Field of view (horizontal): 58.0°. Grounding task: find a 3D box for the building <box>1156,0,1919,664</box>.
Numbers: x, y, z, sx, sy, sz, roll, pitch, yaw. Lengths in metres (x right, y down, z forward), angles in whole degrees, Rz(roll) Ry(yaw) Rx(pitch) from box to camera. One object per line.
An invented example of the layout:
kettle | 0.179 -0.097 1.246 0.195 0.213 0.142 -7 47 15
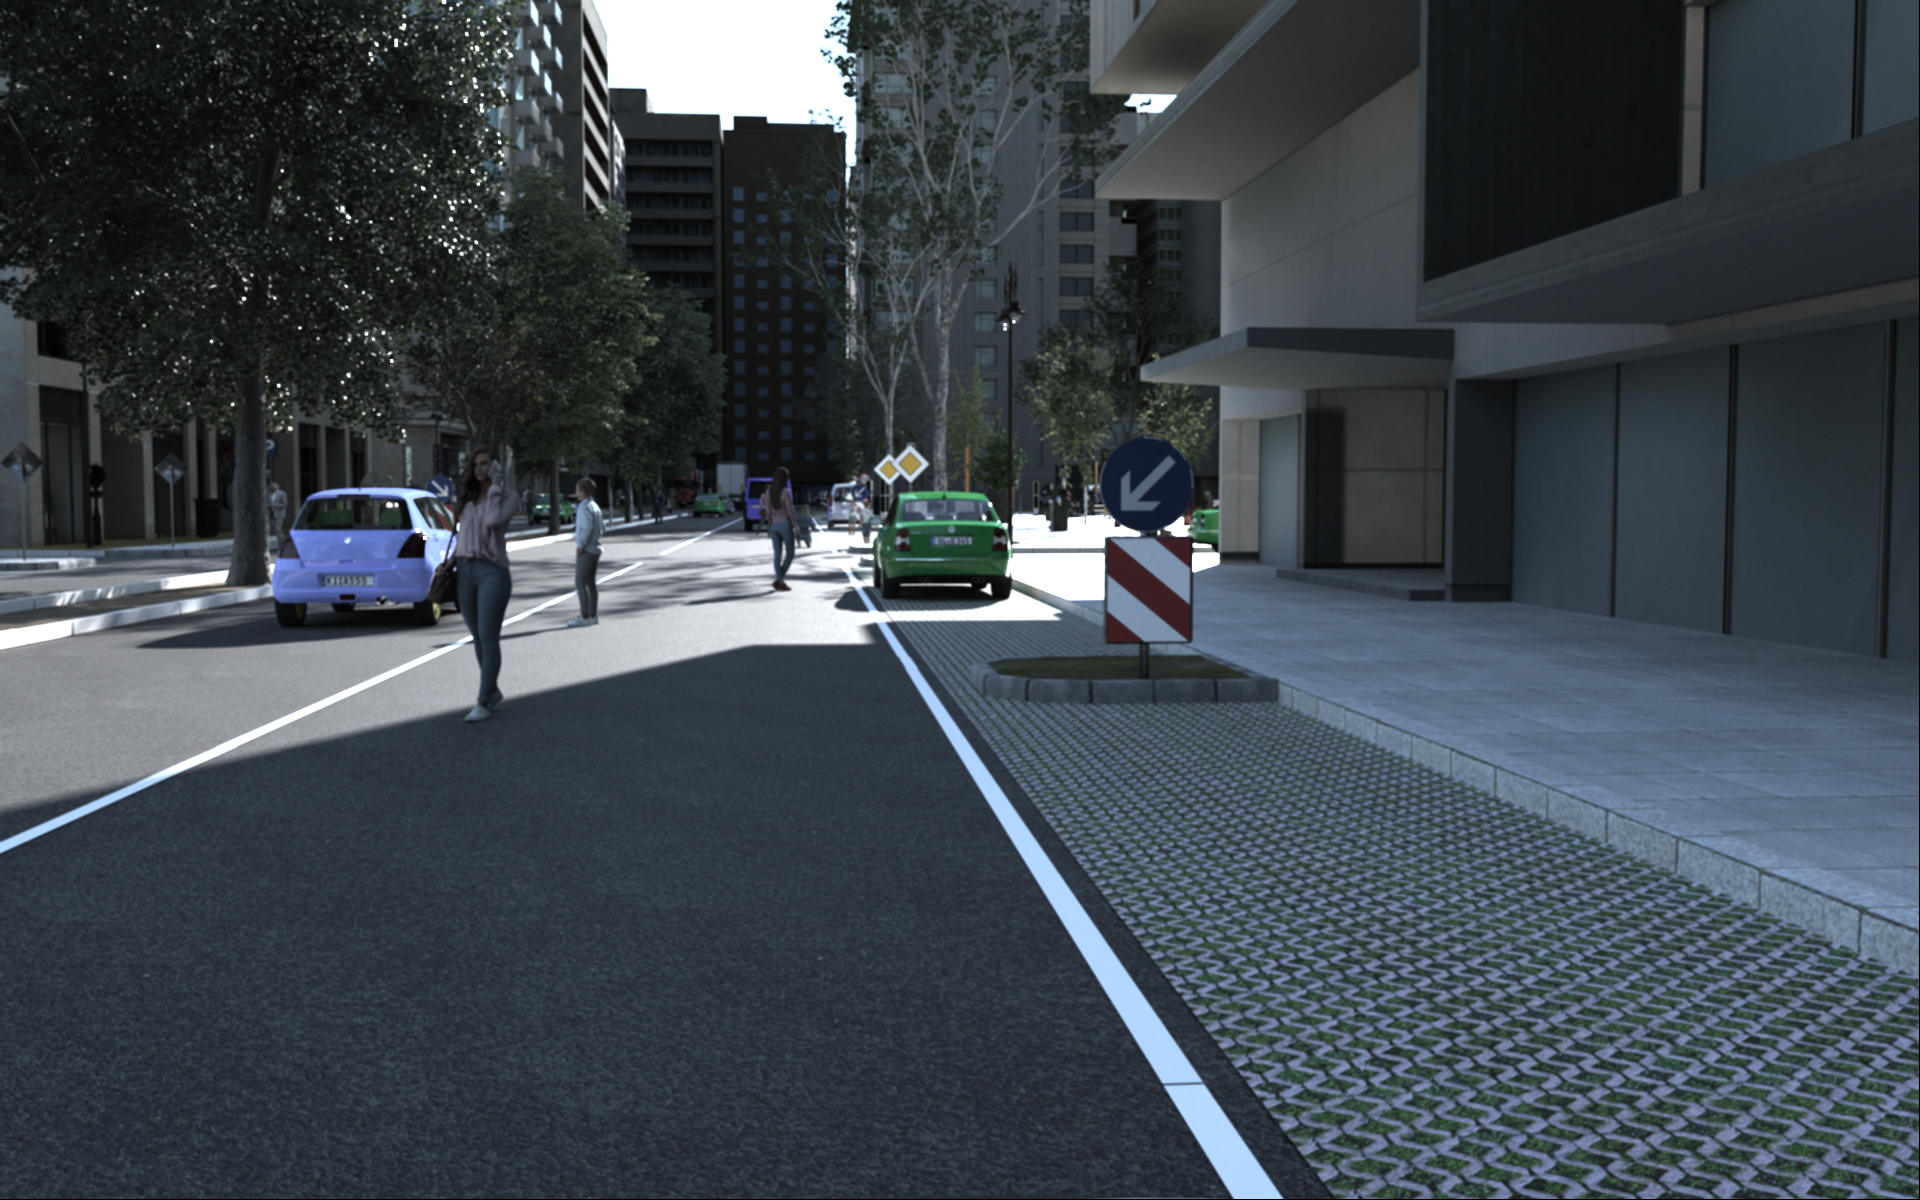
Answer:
building | 16.936 -26.297 19.202 28.713 52.752 27.495 0 4 -5

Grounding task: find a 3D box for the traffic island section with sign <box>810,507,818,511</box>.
traffic island section with sign | -13.865 -9.980 171.806 1.989 1.847 2.006 0 4 -5

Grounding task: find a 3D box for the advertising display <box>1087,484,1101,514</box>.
advertising display | 8.548 -6.444 110.574 0.974 1.923 0.123 -2 4 -32

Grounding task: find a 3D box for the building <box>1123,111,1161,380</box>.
building | 29.353 -36.559 217.343 30.456 49.044 23.786 0 4 -5

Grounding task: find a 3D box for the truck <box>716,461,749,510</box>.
truck | -20.142 -10.132 154.566 2.839 4.237 11.283 0 4 -4

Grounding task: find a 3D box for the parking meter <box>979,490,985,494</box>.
parking meter | 1.458 -6.543 115.384 0.372 1.533 0.369 0 3 0

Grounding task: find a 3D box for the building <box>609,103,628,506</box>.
building | -42.532 -30.518 182.561 14.086 41.232 14.154 0 4 -5

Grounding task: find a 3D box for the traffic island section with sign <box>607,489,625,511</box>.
traffic island section with sign | -28.023 -8.198 142.665 1.989 1.847 2.006 0 4 -5

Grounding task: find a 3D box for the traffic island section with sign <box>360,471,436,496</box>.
traffic island section with sign | -11.653 -1.595 34.208 2.006 1.907 1.989 0 4 -5

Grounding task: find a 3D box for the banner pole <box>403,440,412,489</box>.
banner pole | -25.544 -5.505 80.028 0.863 3.779 0.401 3 5 43

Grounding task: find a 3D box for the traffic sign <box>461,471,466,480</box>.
traffic sign | -24.870 -5.357 87.699 0.768 2.556 0.104 0 4 -5

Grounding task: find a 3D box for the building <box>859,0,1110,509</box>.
building | 1.446 -43.799 154.362 20.563 71.187 20.611 0 4 -5

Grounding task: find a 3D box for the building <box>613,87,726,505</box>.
building | -39.088 -35.884 210.399 21.600 48.544 21.300 0 4 -5

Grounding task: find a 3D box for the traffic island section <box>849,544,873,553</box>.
traffic island section | -1.729 -1.262 42.919 2.009 0.180 2.903 0 4 -5

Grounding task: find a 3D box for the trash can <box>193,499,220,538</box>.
trash can | -22.108 -2.397 50.850 0.748 1.137 0.748 0 3 0

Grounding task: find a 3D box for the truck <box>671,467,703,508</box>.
truck | -28.915 -11.939 184.119 2.839 4.237 11.283 0 4 -4

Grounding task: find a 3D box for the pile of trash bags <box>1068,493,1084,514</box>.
pile of trash bags | 7.544 -6.452 115.235 1.912 1.369 3.447 -1 4 -13

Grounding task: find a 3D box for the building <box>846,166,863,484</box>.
building | -6.512 -32.162 209.446 14.086 41.232 14.154 0 4 -5

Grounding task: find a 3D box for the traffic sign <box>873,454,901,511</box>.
traffic sign | -1.752 -2.397 42.840 0.795 2.450 0.064 0 4 -5

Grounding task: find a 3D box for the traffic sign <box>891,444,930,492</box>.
traffic sign | -1.003 -1.911 34.890 0.795 2.450 0.064 0 4 -5

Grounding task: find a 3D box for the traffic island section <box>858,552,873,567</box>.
traffic island section | -0.980 -0.776 34.969 2.009 0.180 2.903 0 4 -5

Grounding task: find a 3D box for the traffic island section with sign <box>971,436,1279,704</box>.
traffic island section with sign | 1.111 -0.249 12.704 1.989 1.847 2.006 0 4 -5

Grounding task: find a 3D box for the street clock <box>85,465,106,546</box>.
street clock | -21.528 -2.361 43.166 0.471 2.002 0.358 -2 4 -24

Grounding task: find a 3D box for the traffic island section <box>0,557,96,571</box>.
traffic island section | -18.047 -0.678 33.373 2.009 0.180 2.903 0 4 -5

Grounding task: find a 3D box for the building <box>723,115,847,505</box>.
building | -20.938 -34.163 208.676 14.200 45.320 14.600 0 4 -5

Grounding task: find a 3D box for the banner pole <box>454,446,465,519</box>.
banner pole | -26.119 -6.145 90.492 0.863 3.779 0.401 2 4 30

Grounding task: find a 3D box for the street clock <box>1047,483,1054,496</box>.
street clock | 5.983 -6.746 114.863 0.358 2.002 0.471 3 4 36

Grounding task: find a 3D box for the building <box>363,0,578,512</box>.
building | -41.924 -31.168 129.198 23.786 49.044 30.456 0 4 -5

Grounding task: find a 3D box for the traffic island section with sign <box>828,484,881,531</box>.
traffic island section with sign | -4.034 -3.595 67.411 1.989 1.847 2.006 0 4 -5

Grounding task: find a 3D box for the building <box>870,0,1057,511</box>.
building | -0.131 -27.762 137.505 14.154 41.232 14.086 0 4 -5

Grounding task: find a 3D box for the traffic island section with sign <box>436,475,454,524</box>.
traffic island section with sign | -12.338 -2.046 41.584 2.006 1.907 1.989 0 4 -5

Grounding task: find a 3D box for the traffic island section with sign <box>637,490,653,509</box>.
traffic island section with sign | -30.544 -9.839 169.503 1.989 1.847 2.006 0 4 -5

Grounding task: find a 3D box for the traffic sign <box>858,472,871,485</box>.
traffic sign | -5.631 -6.243 102.182 0.768 2.556 0.104 0 4 -1

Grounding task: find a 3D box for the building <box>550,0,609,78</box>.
building | -43.210 -32.507 155.196 21.300 48.544 21.600 0 4 -5

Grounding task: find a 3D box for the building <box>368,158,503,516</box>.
building | -32.898 -14.914 94.752 10.553 20.767 40.483 0 4 -5

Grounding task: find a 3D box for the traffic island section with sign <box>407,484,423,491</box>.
traffic island section with sign | -20.781 -3.500 65.849 1.989 1.847 2.006 0 4 -5

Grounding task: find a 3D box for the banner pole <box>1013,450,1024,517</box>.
banner pole | 3.267 -6.576 97.529 0.401 3.779 0.863 3 4 38

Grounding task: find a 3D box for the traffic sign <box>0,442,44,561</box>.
traffic sign | -18.024 -1.815 33.314 0.795 2.450 0.064 0 4 -5

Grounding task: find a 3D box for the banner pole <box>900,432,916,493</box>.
banner pole | -2.128 -4.874 69.699 0.863 3.779 0.401 -1 4 -20

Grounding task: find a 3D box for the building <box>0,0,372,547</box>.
building | -33.617 -15.449 57.101 19.350 26.468 34.151 0 4 -5

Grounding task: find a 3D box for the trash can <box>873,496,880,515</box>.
trash can | -4.895 -5.650 104.027 0.748 1.137 0.748 0 3 0

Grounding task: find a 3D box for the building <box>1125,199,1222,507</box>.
building | 29.798 -29.840 179.766 23.993 40.220 32.217 0 4 -5

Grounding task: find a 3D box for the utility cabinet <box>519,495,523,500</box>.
utility cabinet | -28.702 -6.439 113.950 0.318 1.500 1.173 0 4 -2

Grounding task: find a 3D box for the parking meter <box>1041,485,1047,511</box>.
parking meter | 5.331 -6.366 109.794 0.399 1.863 0.255 0 4 -4

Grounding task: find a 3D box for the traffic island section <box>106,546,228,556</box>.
traffic island section | -18.796 -1.165 41.323 2.009 0.180 2.903 0 4 -5

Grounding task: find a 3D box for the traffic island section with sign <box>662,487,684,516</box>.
traffic island section with sign | -19.393 -6.621 116.391 2.006 1.907 1.989 0 4 -5

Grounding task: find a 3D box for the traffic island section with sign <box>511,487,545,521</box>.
traffic island section with sign | -23.325 -5.153 92.882 1.989 1.847 2.006 0 4 -5

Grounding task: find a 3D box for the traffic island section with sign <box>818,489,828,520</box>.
traffic island section with sign | -6.567 -5.237 94.247 1.989 1.847 2.006 0 4 -5

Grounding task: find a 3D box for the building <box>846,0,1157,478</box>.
building | 3.041 -36.111 179.657 28.713 52.752 27.495 0 4 -5
